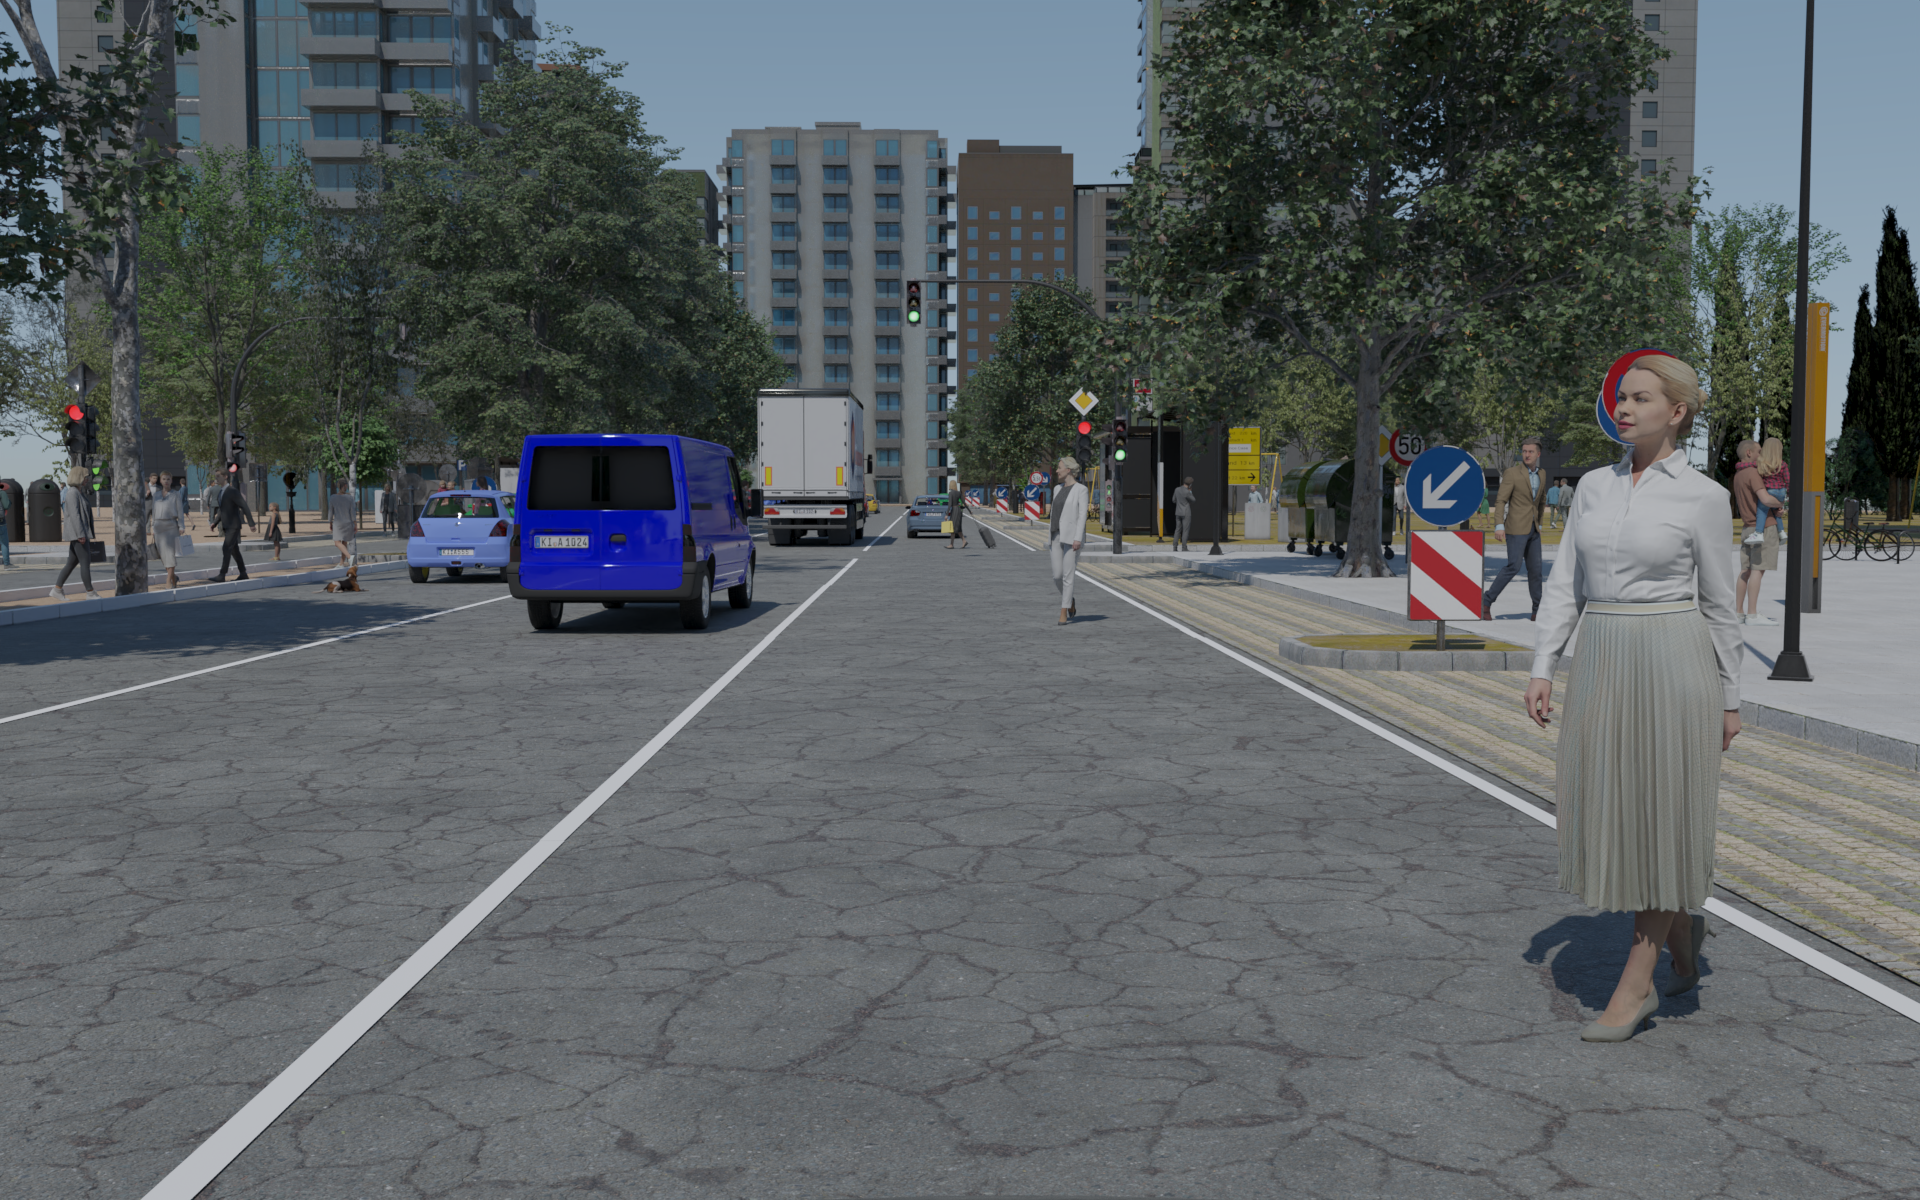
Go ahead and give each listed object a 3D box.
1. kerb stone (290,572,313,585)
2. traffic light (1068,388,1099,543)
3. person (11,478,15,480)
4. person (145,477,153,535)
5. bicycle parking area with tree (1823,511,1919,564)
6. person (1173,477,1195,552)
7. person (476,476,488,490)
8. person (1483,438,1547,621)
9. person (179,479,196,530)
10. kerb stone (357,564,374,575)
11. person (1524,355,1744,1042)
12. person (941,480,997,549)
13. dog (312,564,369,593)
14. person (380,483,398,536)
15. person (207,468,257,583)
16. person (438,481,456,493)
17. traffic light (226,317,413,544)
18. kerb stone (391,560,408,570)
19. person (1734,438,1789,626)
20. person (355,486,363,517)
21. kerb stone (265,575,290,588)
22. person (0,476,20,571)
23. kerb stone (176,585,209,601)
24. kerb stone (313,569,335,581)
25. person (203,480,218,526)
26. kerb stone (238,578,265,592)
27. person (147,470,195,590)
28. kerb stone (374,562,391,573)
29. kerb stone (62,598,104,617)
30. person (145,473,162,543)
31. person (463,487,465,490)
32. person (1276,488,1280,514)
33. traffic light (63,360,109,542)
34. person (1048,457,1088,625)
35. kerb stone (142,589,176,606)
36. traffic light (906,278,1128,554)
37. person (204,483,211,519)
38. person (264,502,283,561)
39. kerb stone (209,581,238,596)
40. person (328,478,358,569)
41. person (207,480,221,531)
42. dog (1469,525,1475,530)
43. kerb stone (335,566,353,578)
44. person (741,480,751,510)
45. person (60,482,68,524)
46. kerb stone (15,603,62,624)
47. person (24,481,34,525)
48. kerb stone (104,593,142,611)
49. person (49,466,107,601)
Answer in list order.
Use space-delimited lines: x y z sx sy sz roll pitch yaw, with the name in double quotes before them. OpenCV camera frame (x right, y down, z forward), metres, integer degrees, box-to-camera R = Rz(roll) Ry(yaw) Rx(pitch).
"kerb stone" -10.647 -0.339 27.769 0.120 0.150 1.000 0 4 -1
"traffic light" 3.178 -3.422 44.869 0.839 4.253 0.868 0 4 -1
"person" -33.161 -3.337 60.470 0.748 1.841 0.638 0 4 -4
"person" -25.193 -2.908 53.763 0.466 1.800 0.511 1 4 13
"bicycle parking area with tree" 19.923 -2.612 29.703 9.016 4.147 8.231 1 4 18
"person" 5.477 -2.078 42.281 0.447 1.846 0.655 -3 5 -39
"person" -10.245 -1.741 36.973 0.388 1.821 0.555 -2 4 -31
"person" 5.616 -0.700 17.403 0.836 1.842 0.656 2 4 31
"person" -27.231 -3.352 60.864 0.654 1.822 0.581 1 4 13
"kerb stone" -10.710 -0.529 30.841 0.120 0.150 1.000 0 4 -1
"person" 1.872 0.247 4.690 0.641 1.798 0.478 -2 4 -32
"person" 0.223 -2.242 45.377 1.509 1.804 0.699 -1 4 -16
"dog" -9.054 -0.312 25.298 0.748 0.427 0.550 0 4 -8
"person" -19.205 -3.043 58.435 0.709 1.800 0.728 0 4 2
"person" -11.827 -1.201 27.918 0.659 1.850 0.755 3 5 42
"person" -15.000 -2.579 50.646 0.580 1.828 0.573 -1 4 -19
"traffic light" -16.489 -4.271 44.502 4.771 5.953 1.251 0 4 -1
"kerb stone" -10.752 -0.654 32.895 0.120 0.150 1.000 0 4 -1
"person" 7.829 -0.670 16.965 0.573 1.828 0.580 -3 5 -45
"person" -34.261 -5.652 98.478 0.660 1.820 0.620 2 4 27
"kerb stone" -10.632 -0.278 26.748 0.120 0.150 1.000 0 4 -1
"person" -17.732 -1.424 31.774 0.794 1.824 0.713 2 4 24
"kerb stone" -10.566 -0.090 23.669 0.120 0.150 1.000 0 4 -1
"kerb stone" -10.667 -0.403 28.795 0.120 0.150 1.000 0 4 -1
"person" -29.786 -3.853 68.882 0.795 1.843 0.661 2 4 31
"kerb stone" -10.613 -0.215 25.725 0.120 0.150 1.000 0 4 -1
"person" -11.737 -1.034 25.766 0.694 1.780 0.624 1 4 17
"kerb stone" -10.732 -0.592 31.874 0.120 0.150 1.000 0 4 -1
"kerb stone" -10.505 0.099 20.583 0.120 0.150 1.000 0 4 -1
"person" -21.140 -2.402 45.284 0.822 1.834 0.622 3 4 39
"person" -34.146 -6.913 119.413 0.721 1.781 0.623 3 5 41
"person" 20.630 -6.445 111.681 0.793 1.790 0.793 2 4 28
"traffic light" -18.421 -2.907 36.443 0.839 4.253 0.868 0 4 -1
"person" 1.213 -0.662 19.208 0.514 1.842 0.818 2 4 24
"kerb stone" -10.553 -0.027 22.636 0.120 0.150 1.000 0 4 -1
"traffic light" 1.246 -3.794 36.703 4.771 5.953 1.251 0 4 -1
"person" -38.395 -5.053 88.756 0.679 1.850 0.850 -1 4 -12
"person" -14.764 -1.472 37.230 0.373 1.253 0.362 0 4 -7
"kerb stone" -10.591 -0.152 24.700 0.120 0.150 1.000 0 4 -1
"person" -11.547 -1.423 32.510 0.760 1.731 0.466 3 4 36
"person" -25.698 -3.284 59.907 0.661 1.801 0.590 -1 4 -22
"dog" 14.659 -1.919 49.104 0.748 0.427 0.550 -1 4 -8
"kerb stone" -10.697 -0.466 29.817 0.120 0.150 1.000 0 4 -1
"person" -6.520 -2.719 52.768 0.447 1.846 0.655 0 4 -2
"person" -37.834 -4.096 73.276 0.793 1.790 0.793 1 4 12
"kerb stone" -10.487 0.161 19.560 0.120 0.150 1.000 0 4 -1
"person" -38.385 -4.007 71.663 0.635 1.810 0.391 -2 4 -32
"kerb stone" -10.524 0.038 21.614 0.120 0.150 1.000 0 4 -1
"person" -11.750 -0.881 23.080 0.728 1.800 0.709 -1 4 -15
